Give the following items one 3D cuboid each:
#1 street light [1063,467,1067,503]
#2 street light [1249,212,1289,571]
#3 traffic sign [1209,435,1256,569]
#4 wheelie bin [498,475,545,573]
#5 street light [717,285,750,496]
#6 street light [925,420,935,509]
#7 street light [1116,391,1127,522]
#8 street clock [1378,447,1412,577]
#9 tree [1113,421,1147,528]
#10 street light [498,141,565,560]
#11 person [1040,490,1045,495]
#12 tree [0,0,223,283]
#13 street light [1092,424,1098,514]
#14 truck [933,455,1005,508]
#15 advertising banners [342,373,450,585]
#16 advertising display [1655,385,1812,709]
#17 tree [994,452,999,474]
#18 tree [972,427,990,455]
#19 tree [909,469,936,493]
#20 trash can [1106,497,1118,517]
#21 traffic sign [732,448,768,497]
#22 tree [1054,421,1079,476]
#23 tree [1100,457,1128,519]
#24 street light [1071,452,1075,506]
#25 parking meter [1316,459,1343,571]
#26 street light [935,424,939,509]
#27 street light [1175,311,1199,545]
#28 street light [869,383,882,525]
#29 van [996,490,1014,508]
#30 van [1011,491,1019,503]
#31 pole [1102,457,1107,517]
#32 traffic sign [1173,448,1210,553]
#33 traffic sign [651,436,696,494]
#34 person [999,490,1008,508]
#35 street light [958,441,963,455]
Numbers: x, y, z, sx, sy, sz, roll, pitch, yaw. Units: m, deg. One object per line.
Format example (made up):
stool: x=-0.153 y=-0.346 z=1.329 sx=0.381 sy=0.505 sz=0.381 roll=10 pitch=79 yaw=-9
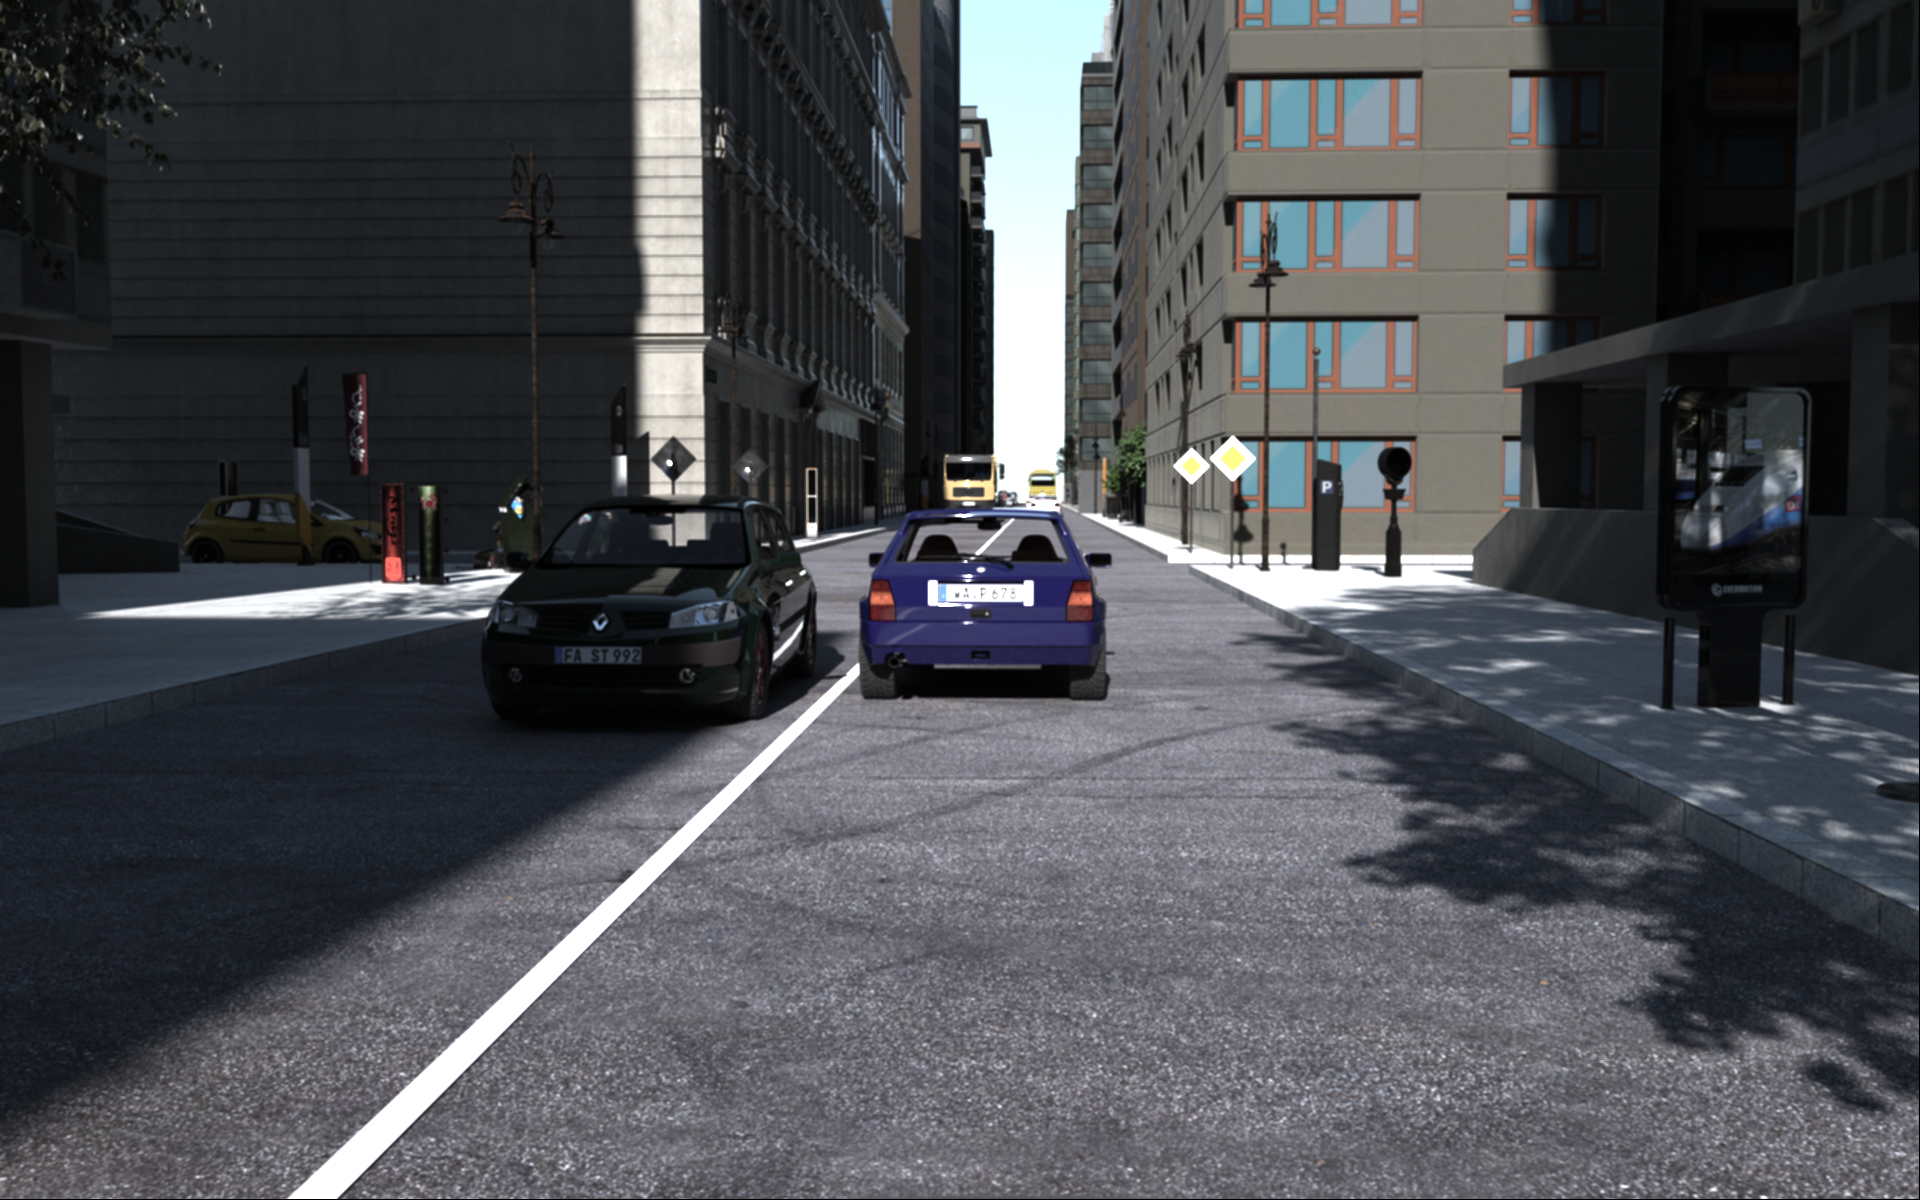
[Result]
street light: x=16.170 y=-18.289 z=271.815 sx=0.468 sy=5.910 sz=1.993 roll=0 pitch=4 yaw=3
street light: x=5.093 y=-3.422 z=28.737 sx=0.468 sy=5.910 sz=1.993 roll=0 pitch=4 yaw=3
traffic sign: x=4.657 y=-1.590 z=29.642 sx=0.795 sy=2.450 sz=0.064 roll=0 pitch=4 yaw=3
wheelie bin: x=-7.207 y=-1.261 z=28.525 sx=0.693 sy=1.594 sz=0.980 roll=-2 pitch=4 yaw=-27
street light: x=-5.014 y=-4.018 z=38.478 sx=0.468 sy=5.910 sz=1.993 roll=0 pitch=4 yaw=3
street light: x=-1.965 y=-8.181 z=106.552 sx=0.468 sy=5.910 sz=1.993 roll=0 pitch=4 yaw=3
street light: x=7.257 y=-6.438 z=78.055 sx=0.468 sy=5.910 sz=1.993 roll=0 pitch=4 yaw=3
street clock: x=6.723 y=-1.362 z=26.831 sx=0.471 sy=2.002 sz=0.358 roll=-1 pitch=4 yaw=-20
tree: x=7.581 y=-5.076 z=66.711 sx=4.285 sy=4.588 sz=4.351 roll=0 pitch=3 yaw=0
street light: x=-5.684 y=-3.081 z=23.159 sx=0.468 sy=5.910 sz=1.993 roll=0 pitch=4 yaw=3
person: x=6.330 y=-7.521 z=132.413 sx=0.756 sy=1.711 sz=0.436 roll=2 pitch=4 yaw=30
tree: x=-6.835 y=-3.741 z=11.521 sx=4.360 sy=8.622 sz=3.978 roll=0 pitch=3 yaw=0
street light: x=9.229 y=-9.019 z=120.247 sx=0.468 sy=5.910 sz=1.993 roll=0 pitch=4 yaw=3
truck: x=0.548 y=-5.592 z=87.358 sx=3.469 sy=3.379 sz=9.791 roll=0 pitch=4 yaw=2
advertising banners: x=-8.090 y=-1.747 z=24.751 sx=2.074 sy=3.025 sz=0.090 roll=2 pitch=4 yaw=30
advertising display: x=4.645 y=-0.318 z=10.411 sx=0.974 sy=1.923 sz=0.123 roll=-1 pitch=4 yaw=-15
tree: x=4.308 y=-19.724 z=272.845 sx=4.360 sy=8.622 sz=3.978 roll=0 pitch=3 yaw=0
tree: x=1.333 y=-14.715 z=190.955 sx=4.737 sy=8.622 sz=4.395 roll=0 pitch=3 yaw=0
tree: x=-2.188 y=-7.153 z=111.546 sx=1.663 sy=3.219 sz=1.824 roll=0 pitch=3 yaw=0
trash can: x=8.368 y=-5.103 z=95.090 sx=0.748 sy=1.137 sz=0.748 roll=0 pitch=3 yaw=0
traffic sign: x=-4.612 y=-2.106 z=38.077 sx=0.795 sy=2.450 sz=0.064 roll=0 pitch=4 yaw=3
tree: x=13.970 y=-16.091 z=197.502 sx=7.601 sy=10.594 sz=8.767 roll=3 pitch=5 yaw=41
tree: x=7.937 y=-5.763 z=88.826 sx=1.663 sy=3.219 sz=1.824 roll=0 pitch=3 yaw=0
street light: x=13.152 y=-14.161 z=204.317 sx=0.468 sy=5.910 sz=1.993 roll=0 pitch=4 yaw=3
parking meter: x=6.195 y=-1.427 z=29.041 sx=0.399 sy=1.863 sz=0.255 roll=2 pitch=4 yaw=29
street light: x=-1.565 y=-8.699 z=115.018 sx=0.468 sy=5.910 sz=1.993 roll=0 pitch=4 yaw=3
street light: x=5.731 y=-4.346 z=43.842 sx=0.468 sy=5.910 sz=1.993 roll=0 pitch=4 yaw=3
street light: x=-3.505 y=-6.082 z=72.223 sx=0.468 sy=5.910 sz=1.993 roll=0 pitch=4 yaw=3
van: x=4.794 y=-10.884 z=184.961 sx=2.013 sy=2.044 sz=4.112 roll=0 pitch=4 yaw=1
van: x=8.137 y=-15.940 z=267.637 sx=2.013 sy=2.044 sz=4.112 roll=0 pitch=4 yaw=2
pole: x=8.046 y=-6.272 z=96.386 sx=0.158 sy=3.312 sz=0.155 roll=0 pitch=3 yaw=0
traffic sign: x=5.021 y=-2.078 z=37.618 sx=0.795 sy=2.450 sz=0.064 roll=0 pitch=4 yaw=3
traffic sign: x=-4.976 y=-1.618 z=30.100 sx=0.795 sy=2.450 sz=0.064 roll=0 pitch=4 yaw=3
person: x=3.284 y=-7.418 z=130.503 sx=0.721 sy=1.743 sz=1.217 roll=-2 pitch=4 yaw=-32
street light: x=0.104 y=-10.763 z=148.756 sx=0.468 sy=5.910 sz=1.993 roll=0 pitch=4 yaw=3
